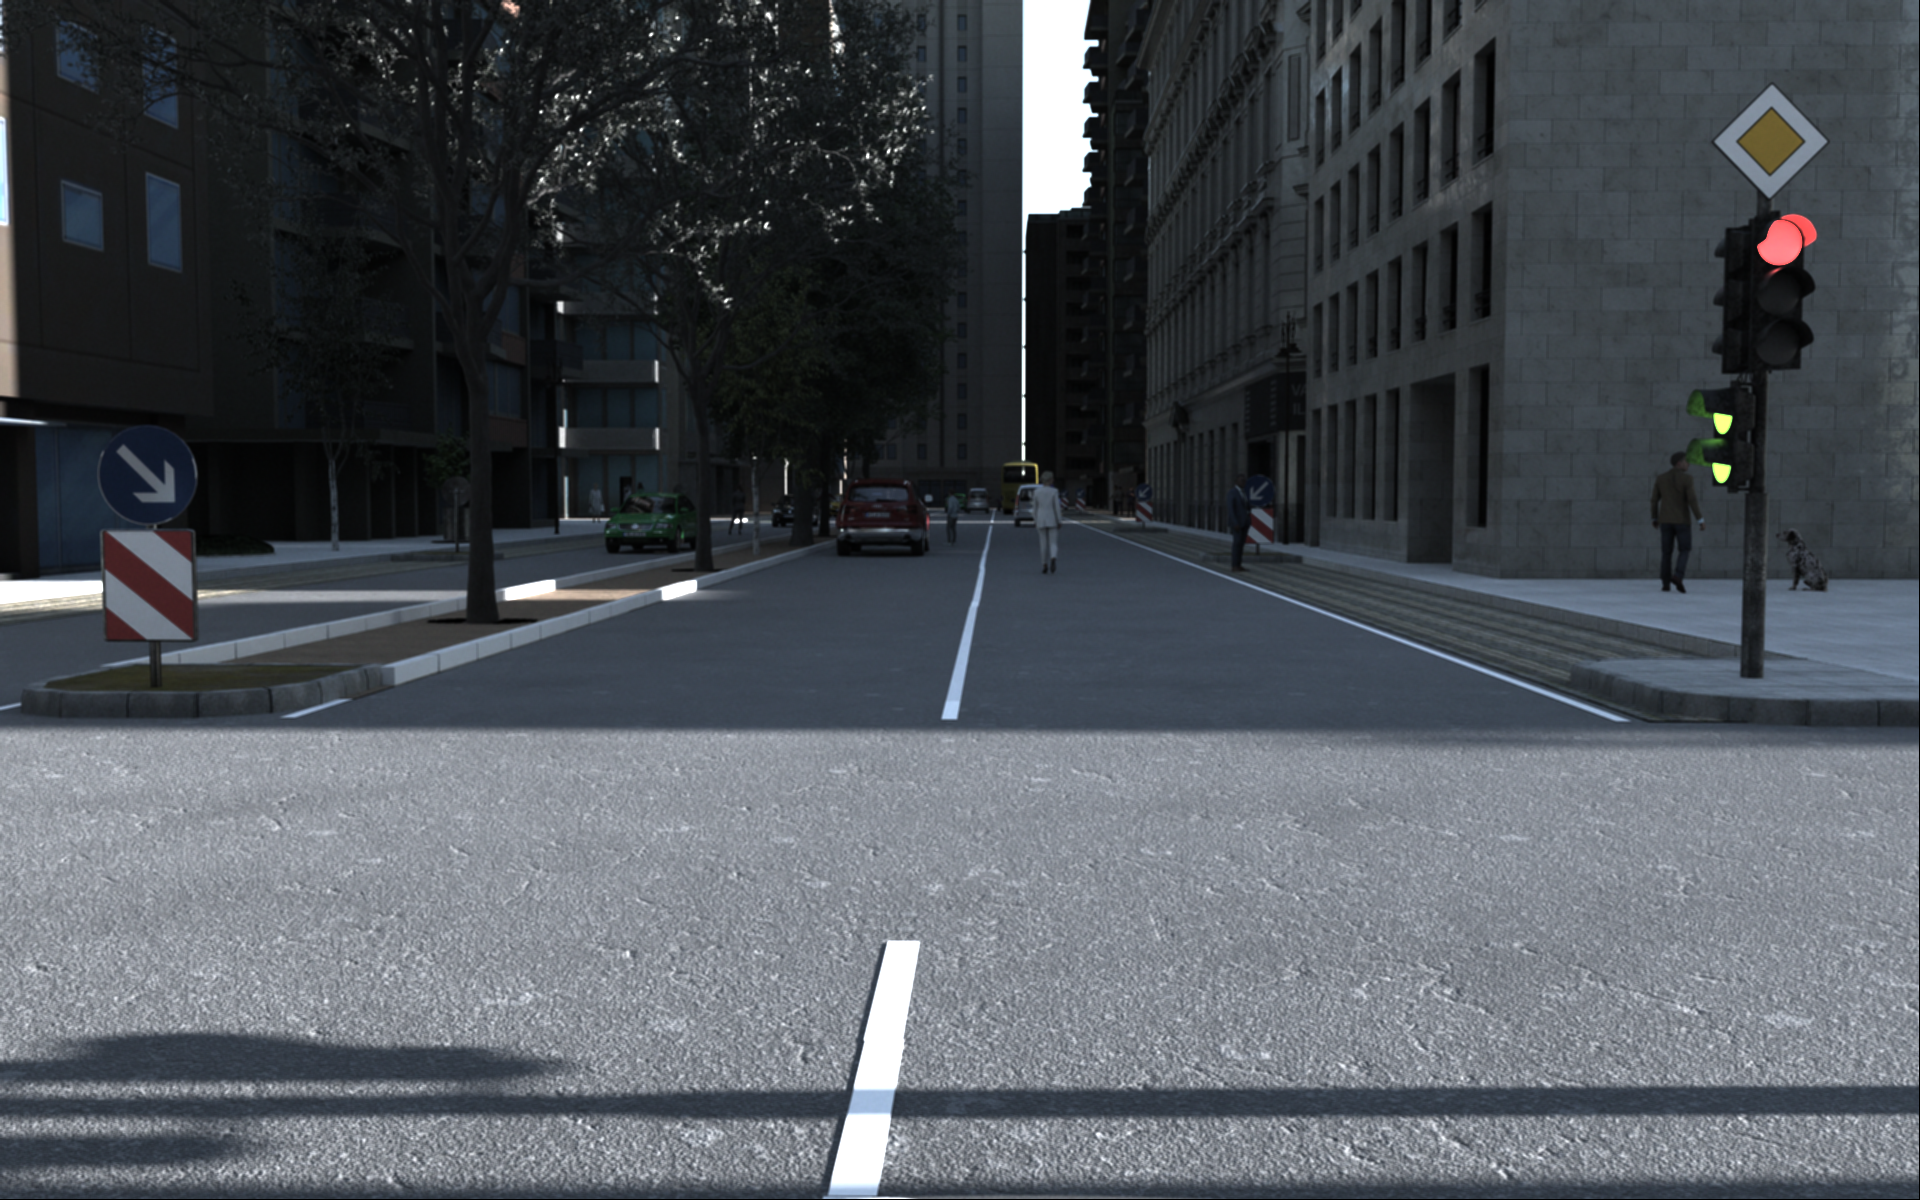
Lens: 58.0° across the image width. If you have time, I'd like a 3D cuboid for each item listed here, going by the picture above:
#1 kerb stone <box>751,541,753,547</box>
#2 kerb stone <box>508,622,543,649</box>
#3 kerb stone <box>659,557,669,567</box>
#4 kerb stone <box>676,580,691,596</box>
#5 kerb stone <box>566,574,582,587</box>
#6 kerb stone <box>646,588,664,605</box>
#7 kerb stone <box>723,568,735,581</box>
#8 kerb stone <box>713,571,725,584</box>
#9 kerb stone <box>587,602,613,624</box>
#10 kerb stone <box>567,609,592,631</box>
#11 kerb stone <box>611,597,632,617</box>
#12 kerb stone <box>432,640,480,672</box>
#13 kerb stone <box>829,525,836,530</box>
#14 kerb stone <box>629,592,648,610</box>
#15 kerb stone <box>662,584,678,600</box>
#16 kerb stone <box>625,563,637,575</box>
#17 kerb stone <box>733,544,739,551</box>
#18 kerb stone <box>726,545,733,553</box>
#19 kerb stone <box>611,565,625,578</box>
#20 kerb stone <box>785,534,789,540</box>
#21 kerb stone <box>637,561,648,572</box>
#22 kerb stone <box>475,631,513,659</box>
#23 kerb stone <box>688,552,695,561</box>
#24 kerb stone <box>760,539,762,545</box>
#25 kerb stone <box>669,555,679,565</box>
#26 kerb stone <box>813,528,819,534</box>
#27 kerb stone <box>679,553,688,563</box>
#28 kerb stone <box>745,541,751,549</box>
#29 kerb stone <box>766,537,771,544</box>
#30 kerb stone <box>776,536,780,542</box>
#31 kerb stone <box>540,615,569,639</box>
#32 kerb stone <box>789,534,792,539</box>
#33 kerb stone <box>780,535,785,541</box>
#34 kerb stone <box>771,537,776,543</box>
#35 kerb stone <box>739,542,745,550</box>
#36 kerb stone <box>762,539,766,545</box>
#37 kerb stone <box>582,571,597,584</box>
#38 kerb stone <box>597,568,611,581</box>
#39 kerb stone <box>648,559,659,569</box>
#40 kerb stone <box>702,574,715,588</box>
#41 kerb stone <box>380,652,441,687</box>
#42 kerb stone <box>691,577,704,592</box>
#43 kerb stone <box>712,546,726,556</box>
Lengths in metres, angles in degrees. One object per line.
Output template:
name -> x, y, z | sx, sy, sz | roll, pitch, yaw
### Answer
kerb stone -> -5.640, -1.471, 46.243 | 0.120, 0.150, 1.000 | 0, 4, 1
kerb stone -> -4.185, 0.350, 16.474 | 0.120, 0.150, 1.000 | 0, 4, 1
kerb stone -> -5.905, -0.715, 33.938 | 0.120, 0.150, 1.000 | 0, 4, 1
kerb stone -> -4.014, -0.152, 24.674 | 0.120, 0.150, 1.000 | 0, 4, 1
kerb stone -> -6.065, -0.275, 26.765 | 0.120, 0.150, 1.000 | 0, 4, 1
kerb stone -> -4.059, -0.026, 22.619 | 0.120, 0.150, 1.000 | 0, 4, 1
kerb stone -> -3.921, -0.402, 28.775 | 0.120, 0.150, 1.000 | 0, 4, 1
kerb stone -> -3.943, -0.338, 27.743 | 0.120, 0.150, 1.000 | 0, 4, 1
kerb stone -> -4.117, 0.162, 19.544 | 0.120, 0.150, 1.000 | 0, 4, 1
kerb stone -> -4.144, 0.231, 18.523 | 0.120, 0.150, 1.000 | 0, 4, 1
kerb stone -> -4.094, 0.100, 20.568 | 0.120, 0.150, 1.000 | 0, 4, 1
kerb stone -> -4.231, 0.475, 14.422 | 0.120, 0.150, 1.000 | 0, 4, 1
kerb stone -> -5.117, -2.912, 69.810 | 0.120, 0.150, 1.000 | 0, 4, 1
kerb stone -> -4.084, 0.037, 21.591 | 0.120, 0.150, 1.000 | 0, 4, 1
kerb stone -> -4.037, -0.088, 23.642 | 0.120, 0.150, 1.000 | 0, 4, 1
kerb stone -> -5.969, -0.531, 30.872 | 0.120, 0.150, 1.000 | 0, 4, 1
kerb stone -> -5.704, -1.283, 43.176 | 0.120, 0.150, 1.000 | 0, 4, 1
kerb stone -> -5.719, -1.221, 42.153 | 0.120, 0.150, 1.000 | 0, 4, 1
kerb stone -> -5.993, -0.468, 29.845 | 0.120, 0.150, 1.000 | 0, 4, 1
kerb stone -> -5.475, -1.905, 53.435 | 0.120, 0.150, 1.000 | 0, 4, 1
kerb stone -> -5.952, -0.593, 31.894 | 0.120, 0.150, 1.000 | 0, 4, 1
kerb stone -> -4.210, 0.412, 15.452 | 0.120, 0.150, 1.000 | 0, 4, 1
kerb stone -> -5.840, -0.905, 37.013 | 0.120, 0.150, 1.000 | 0, 4, 1
kerb stone -> -5.612, -1.532, 47.269 | 0.120, 0.150, 1.000 | 0, 4, 1
kerb stone -> -5.884, -0.781, 34.960 | 0.120, 0.150, 1.000 | 0, 4, 1
kerb stone -> -5.258, -2.535, 63.672 | 0.120, 0.150, 1.000 | 0, 4, 1
kerb stone -> -5.859, -0.844, 35.991 | 0.120, 0.150, 1.000 | 0, 4, 1
kerb stone -> -5.665, -1.408, 45.221 | 0.120, 0.150, 1.000 | 0, 4, 1
kerb stone -> -5.570, -1.659, 49.322 | 0.120, 0.150, 1.000 | 0, 4, 1
kerb stone -> -5.532, -1.785, 51.375 | 0.120, 0.150, 1.000 | 0, 4, 1
kerb stone -> -4.161, 0.287, 17.496 | 0.120, 0.150, 1.000 | 0, 4, 1
kerb stone -> -5.465, -1.973, 54.457 | 0.120, 0.150, 1.000 | 0, 4, 1
kerb stone -> -5.503, -1.847, 52.402 | 0.120, 0.150, 1.000 | 0, 4, 1
kerb stone -> -5.545, -1.722, 50.345 | 0.120, 0.150, 1.000 | 0, 4, 1
kerb stone -> -5.681, -1.343, 44.198 | 0.120, 0.150, 1.000 | 0, 4, 1
kerb stone -> -5.596, -1.596, 48.293 | 0.120, 0.150, 1.000 | 0, 4, 1
kerb stone -> -6.044, -0.342, 27.787 | 0.120, 0.150, 1.000 | 0, 4, 1
kerb stone -> -6.020, -0.405, 28.820 | 0.120, 0.150, 1.000 | 0, 4, 1
kerb stone -> -5.931, -0.656, 32.916 | 0.120, 0.150, 1.000 | 0, 4, 1
kerb stone -> -3.965, -0.277, 26.721 | 0.120, 0.150, 1.000 | 0, 4, 1
kerb stone -> -4.256, 0.542, 13.389 | 0.120, 0.150, 1.000 | 0, 4, 1
kerb stone -> -3.985, -0.208, 25.697 | 0.120, 0.150, 1.000 | 0, 4, 1
kerb stone -> -5.749, -1.158, 41.132 | 0.120, 0.150, 1.000 | 0, 4, 1
